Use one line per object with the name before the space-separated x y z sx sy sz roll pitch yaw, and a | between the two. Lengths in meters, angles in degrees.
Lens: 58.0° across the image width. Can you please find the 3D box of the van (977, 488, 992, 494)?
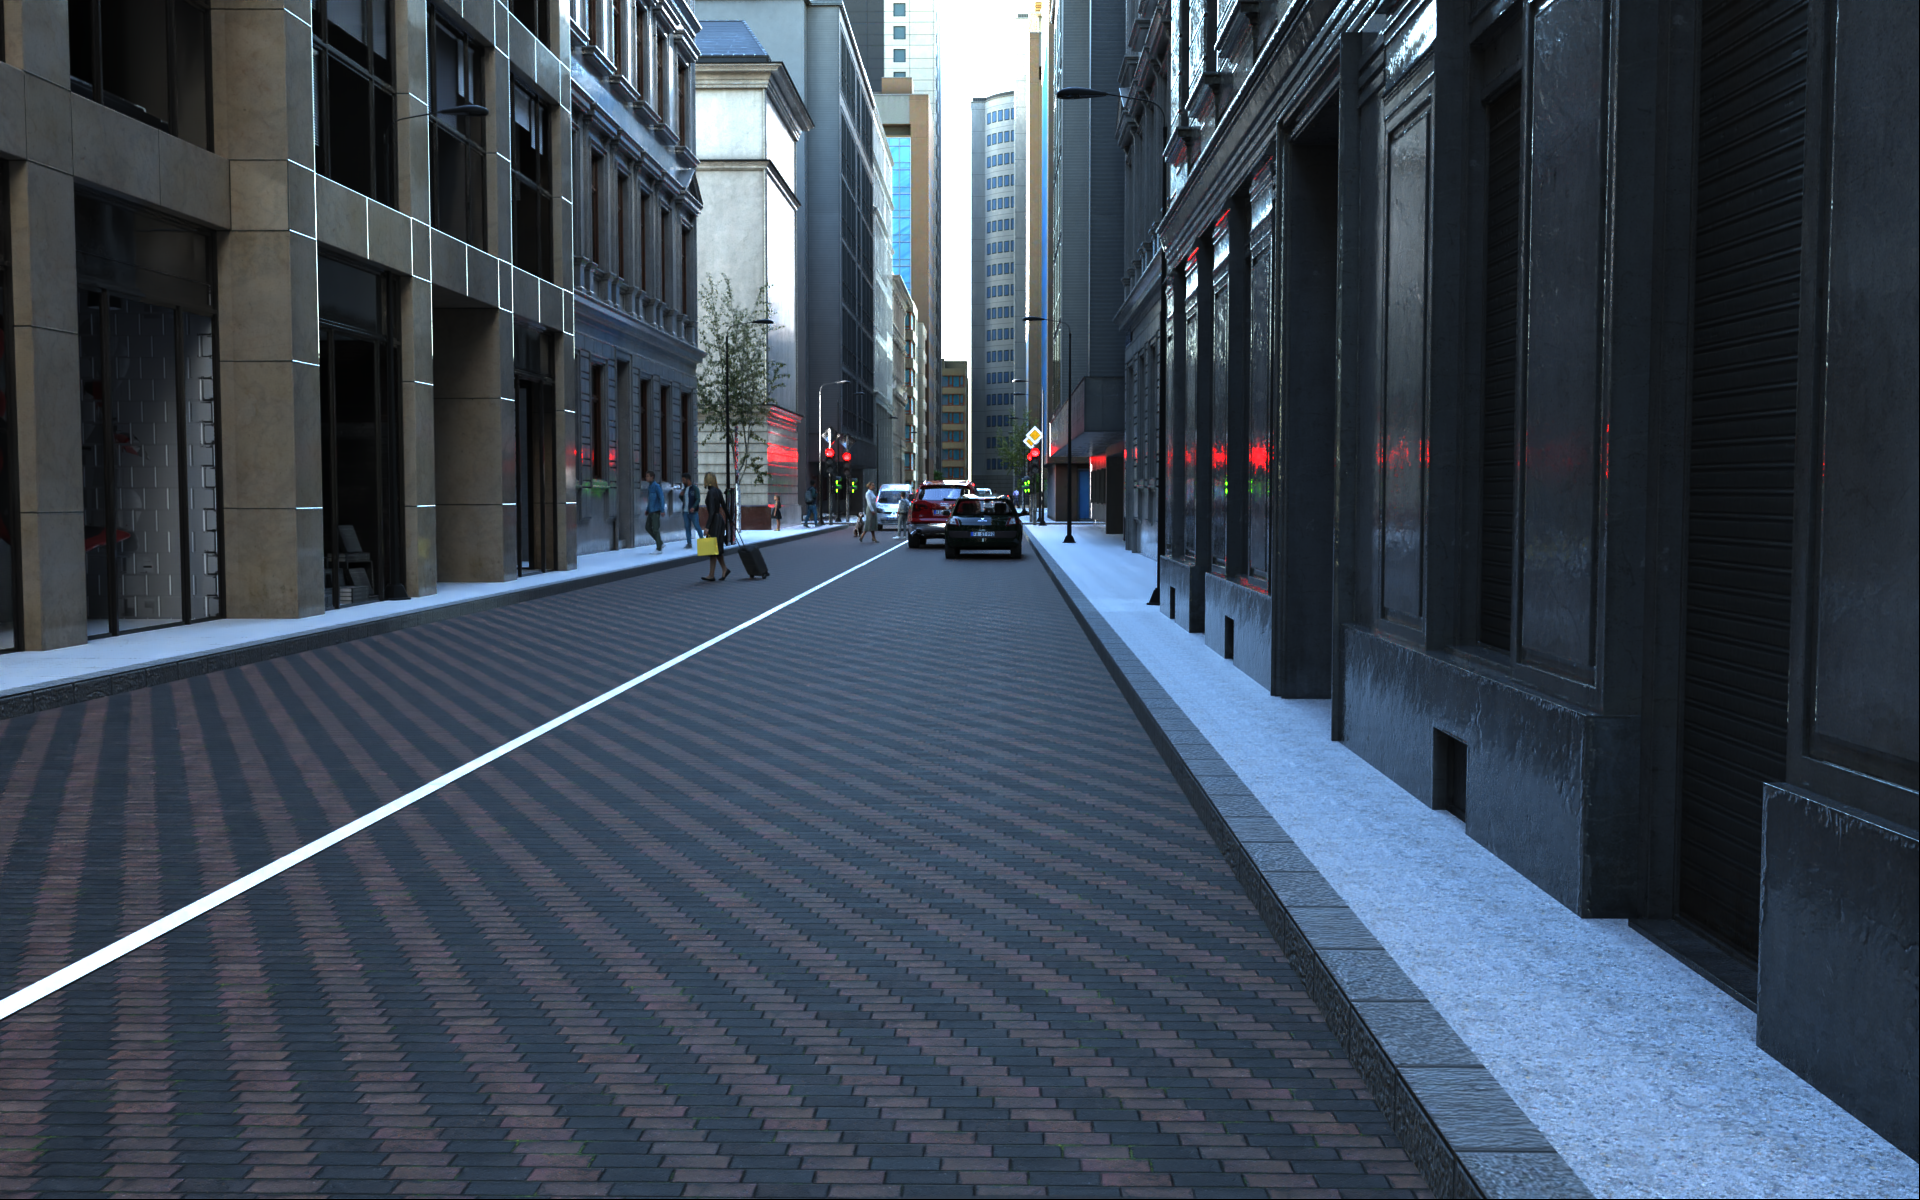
van | 1.685 -7.582 130.974 2.013 2.044 4.112 0 4 0

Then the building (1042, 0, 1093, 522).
building | 11.279 -26.620 85.351 14.200 45.320 14.600 0 4 1

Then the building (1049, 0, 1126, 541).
building | 10.440 -14.447 55.273 14.314 24.678 30.058 0 4 1

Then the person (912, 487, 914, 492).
person | -3.898 -8.336 142.149 0.447 1.846 0.655 -1 4 -20

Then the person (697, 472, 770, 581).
person | -3.805 -1.232 28.864 1.509 1.804 0.699 -3 5 -45

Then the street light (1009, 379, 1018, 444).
street light | 2.822 -5.975 70.225 1.470 5.913 1.316 0 4 1

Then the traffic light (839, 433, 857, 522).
traffic light | -5.127 -5.526 79.270 0.839 4.253 0.868 0 4 1

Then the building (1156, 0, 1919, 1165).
building | 6.667 -9.793 9.269 9.793 20.994 18.267 0 4 1

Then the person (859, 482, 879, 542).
person | -2.695 -2.603 51.284 0.641 1.798 0.478 2 4 26

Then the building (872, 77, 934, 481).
building | -10.049 -33.058 190.615 14.600 45.320 14.200 0 4 1

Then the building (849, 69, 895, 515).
building | -10.888 -20.849 118.372 11.434 29.767 29.804 0 4 1

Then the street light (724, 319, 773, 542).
street light | -5.654 -4.503 46.161 1.470 5.913 1.316 0 4 1

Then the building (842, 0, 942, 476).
building | -12.884 -47.792 219.644 20.611 71.187 20.563 0 4 1

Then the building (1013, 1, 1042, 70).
building | 17.162 -41.168 215.088 21.231 58.520 28.212 0 4 1

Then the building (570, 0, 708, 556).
building | -12.793 -12.447 39.668 11.583 22.565 21.152 0 4 1

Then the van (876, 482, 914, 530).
van | -2.588 -3.827 69.579 2.013 2.044 4.112 0 4 0

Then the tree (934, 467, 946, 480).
tree | -3.326 -13.375 202.397 4.285 4.588 4.351 0 3 0

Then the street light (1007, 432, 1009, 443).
street light | 3.668 -8.063 104.376 1.470 5.913 1.316 0 4 1

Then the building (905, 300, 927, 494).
building | -17.667 -19.842 169.448 27.650 21.520 28.899 0 4 1

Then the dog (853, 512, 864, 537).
dog | -3.329 -2.539 58.356 0.513 0.831 0.800 1 4 21

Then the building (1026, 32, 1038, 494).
building | 13.372 -31.547 165.912 14.600 45.320 14.200 0 4 1

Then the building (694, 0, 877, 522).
building | -12.340 -18.227 91.522 14.314 27.812 24.014 0 4 1

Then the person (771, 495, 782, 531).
person | -6.378 -3.022 60.128 0.373 1.253 0.362 1 4 8

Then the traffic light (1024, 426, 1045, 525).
traffic light | 3.055 -5.027 71.117 0.839 4.253 0.868 0 4 1

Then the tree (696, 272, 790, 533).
tree | -7.429 -6.517 56.922 4.360 8.622 3.978 0 3 0

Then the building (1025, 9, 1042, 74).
building | 21.579 -36.580 187.316 28.713 52.752 27.495 0 4 1

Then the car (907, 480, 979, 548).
car | -0.316 -2.385 47.663 2.281 1.827 5.304 0 4 2

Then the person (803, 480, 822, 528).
person | -5.593 -3.639 65.530 0.713 1.824 0.794 -1 4 -12

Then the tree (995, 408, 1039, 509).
tree | 4.991 -11.863 144.315 4.737 8.622 4.395 0 3 0

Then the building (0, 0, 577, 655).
building | -16.514 -12.692 12.026 19.350 26.468 34.151 0 4 1

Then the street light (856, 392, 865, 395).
street light | -5.030 -6.525 79.224 1.470 5.913 1.316 0 4 1

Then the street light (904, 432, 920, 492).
street light | -3.852 -9.561 128.865 1.470 5.913 1.316 0 4 1

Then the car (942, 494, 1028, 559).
car | 0.569 -1.839 39.858 2.009 1.686 4.222 0 4 2

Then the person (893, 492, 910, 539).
person | -1.854 -2.716 55.507 0.523 1.515 0.503 2 4 28

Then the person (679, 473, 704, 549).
person | -6.328 -2.098 40.689 0.623 1.781 0.721 2 4 24

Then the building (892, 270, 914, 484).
building | -10.137 -18.829 144.011 11.583 22.565 21.152 0 4 1

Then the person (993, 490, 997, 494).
person | 3.444 -9.971 171.543 1.348 1.823 0.705 3 5 40

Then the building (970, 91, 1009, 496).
building | 15.615 -43.177 247.938 28.212 58.520 21.231 0 4 1

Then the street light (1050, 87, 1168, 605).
street light | 1.802 -2.899 19.935 1.470 5.913 1.316 0 4 1

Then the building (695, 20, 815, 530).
building | -15.677 -12.315 65.982 19.286 19.102 10.561 0 4 1

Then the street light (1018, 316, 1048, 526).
street light | 2.333 -4.456 45.402 1.470 5.913 1.316 0 4 1

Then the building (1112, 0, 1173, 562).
building | 8.633 -11.844 29.813 11.583 22.565 21.152 0 4 1

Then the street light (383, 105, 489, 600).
street light | -6.327 -2.955 20.856 1.470 5.913 1.316 0 4 1

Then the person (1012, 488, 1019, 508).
person | 5.186 -9.479 160.893 0.709 1.838 0.599 -1 4 -9

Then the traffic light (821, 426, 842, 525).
traffic light | -5.304 -5.038 71.286 0.839 4.253 0.868 0 4 1

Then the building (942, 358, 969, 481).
building | -13.360 -24.887 251.947 28.899 21.520 27.650 0 4 1

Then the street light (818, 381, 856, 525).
street light | -5.179 -6.029 71.122 1.470 5.913 1.316 0 4 1

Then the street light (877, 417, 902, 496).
street light | -4.417 -8.043 104.044 1.470 5.913 1.316 0 4 1

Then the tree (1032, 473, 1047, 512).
tree | 5.490 -8.058 126.349 1.663 3.219 1.824 0 3 0

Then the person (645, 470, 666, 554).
person | -6.473 -1.865 36.871 0.444 1.785 0.601 -1 4 -22

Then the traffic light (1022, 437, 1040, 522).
traffic light | 3.233 -5.516 79.100 0.839 4.253 0.868 0 4 1

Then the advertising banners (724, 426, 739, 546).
advertising banners | -5.748 -2.908 43.731 0.090 3.025 2.074 0 4 2
